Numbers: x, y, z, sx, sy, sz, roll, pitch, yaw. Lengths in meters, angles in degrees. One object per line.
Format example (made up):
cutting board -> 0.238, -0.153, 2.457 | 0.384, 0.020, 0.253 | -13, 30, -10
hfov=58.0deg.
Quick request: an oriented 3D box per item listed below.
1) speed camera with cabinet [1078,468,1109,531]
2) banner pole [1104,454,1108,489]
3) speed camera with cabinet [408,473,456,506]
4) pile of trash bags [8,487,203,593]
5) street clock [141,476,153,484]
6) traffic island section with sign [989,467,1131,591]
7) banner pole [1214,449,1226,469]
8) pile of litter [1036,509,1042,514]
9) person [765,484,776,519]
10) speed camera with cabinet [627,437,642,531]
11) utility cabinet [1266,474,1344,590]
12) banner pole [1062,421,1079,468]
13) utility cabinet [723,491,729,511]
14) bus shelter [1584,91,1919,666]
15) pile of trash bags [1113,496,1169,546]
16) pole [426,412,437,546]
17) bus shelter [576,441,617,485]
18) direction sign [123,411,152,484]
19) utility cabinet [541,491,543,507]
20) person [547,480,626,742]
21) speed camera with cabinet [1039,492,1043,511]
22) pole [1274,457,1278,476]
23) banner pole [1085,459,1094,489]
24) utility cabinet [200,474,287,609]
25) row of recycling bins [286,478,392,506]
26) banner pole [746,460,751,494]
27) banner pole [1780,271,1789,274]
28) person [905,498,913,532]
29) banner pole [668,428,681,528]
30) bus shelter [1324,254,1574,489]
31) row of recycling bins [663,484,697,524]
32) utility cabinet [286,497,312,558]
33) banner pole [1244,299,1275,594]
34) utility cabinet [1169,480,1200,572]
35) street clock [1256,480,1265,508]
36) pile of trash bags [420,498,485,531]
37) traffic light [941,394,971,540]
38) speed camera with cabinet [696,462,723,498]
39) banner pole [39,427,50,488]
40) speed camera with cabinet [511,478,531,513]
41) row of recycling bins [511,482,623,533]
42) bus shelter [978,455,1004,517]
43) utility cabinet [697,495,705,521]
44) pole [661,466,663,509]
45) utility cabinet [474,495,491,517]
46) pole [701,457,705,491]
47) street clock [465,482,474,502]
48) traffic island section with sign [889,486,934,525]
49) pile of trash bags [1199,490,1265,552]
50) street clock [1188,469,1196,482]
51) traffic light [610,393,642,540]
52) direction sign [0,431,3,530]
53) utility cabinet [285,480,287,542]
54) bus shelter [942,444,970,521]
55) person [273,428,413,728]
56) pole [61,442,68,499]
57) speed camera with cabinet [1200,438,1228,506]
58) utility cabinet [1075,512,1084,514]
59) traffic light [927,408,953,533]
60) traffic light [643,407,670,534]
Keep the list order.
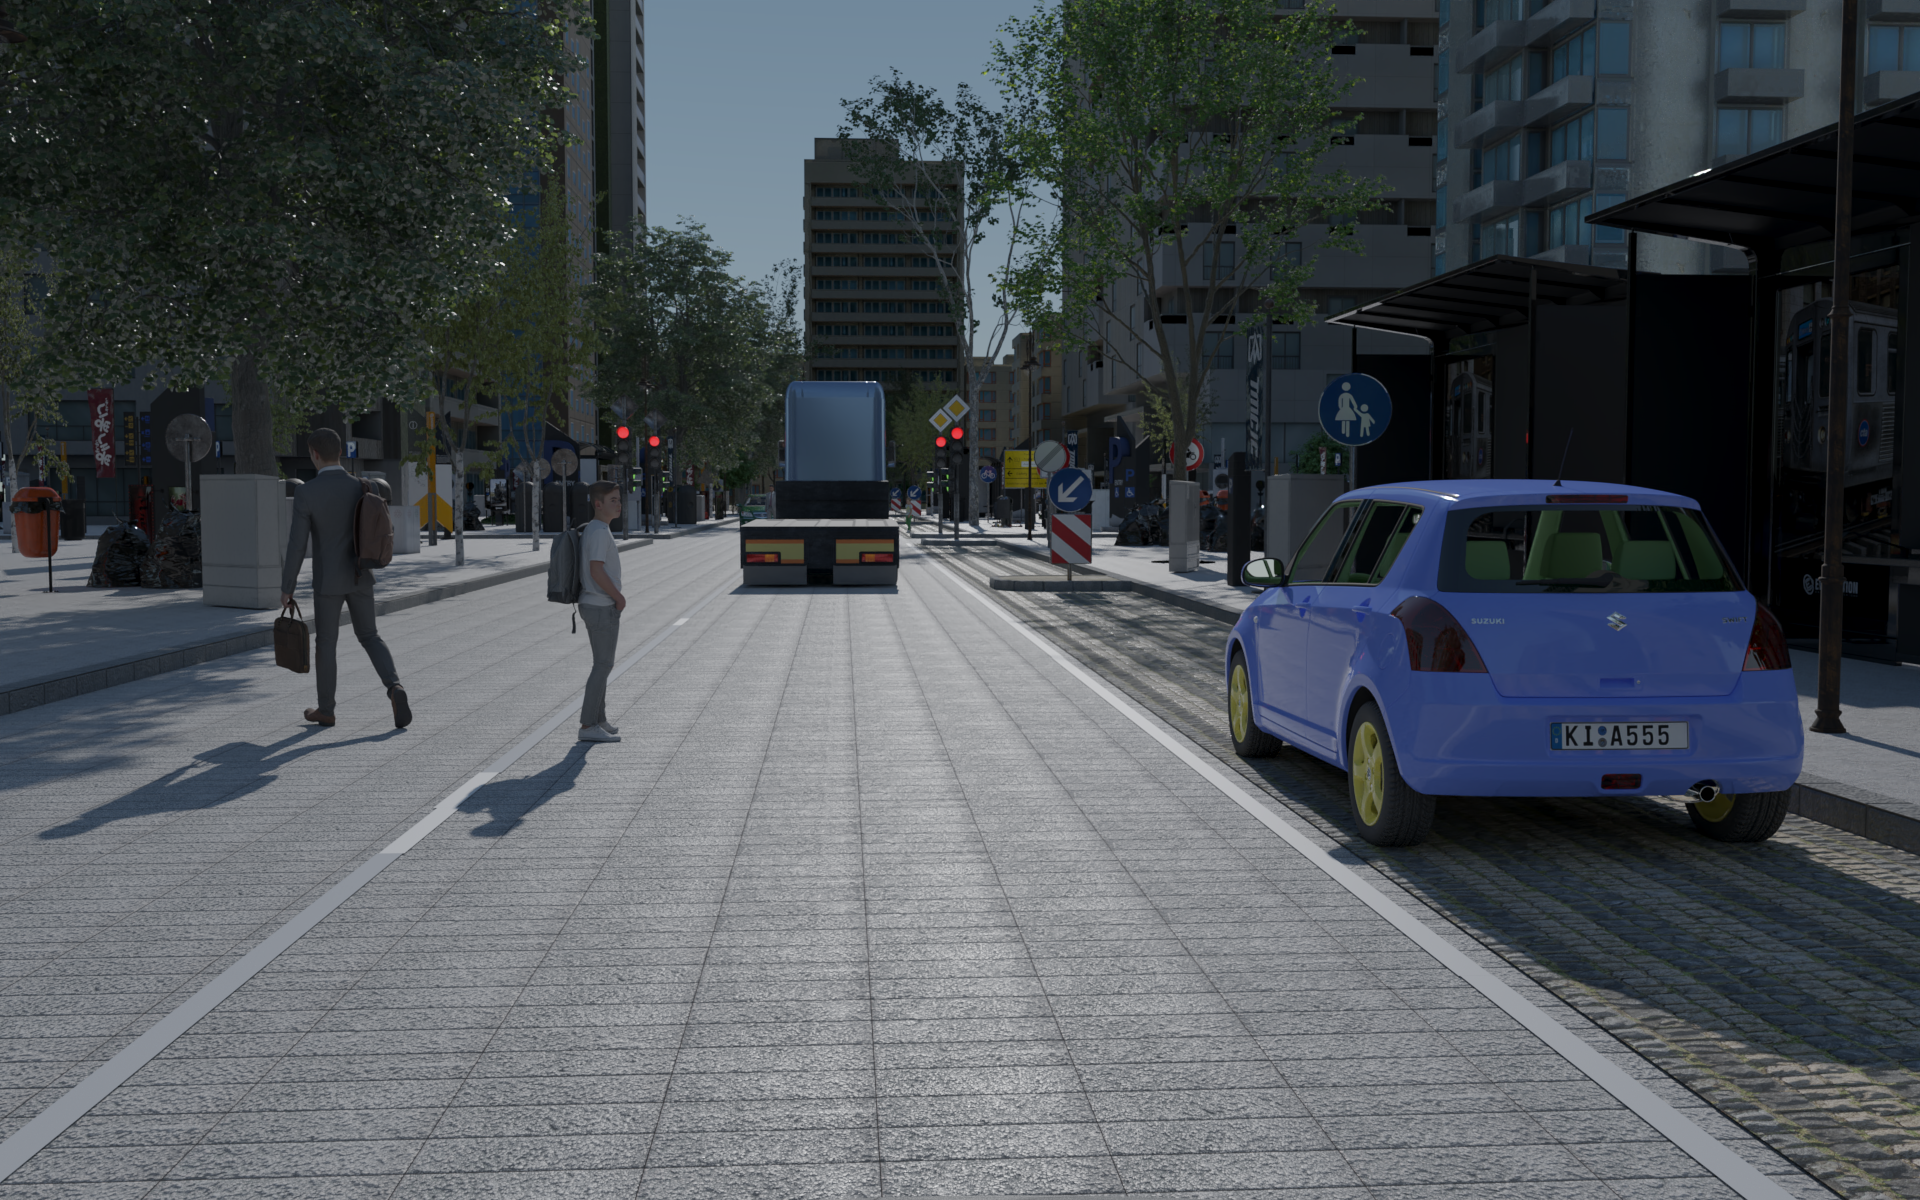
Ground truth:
speed camera with cabinet -> 4.742, -4.088, 61.179 | 2.038, 3.252, 0.660 | 3, 5, 44
banner pole -> 9.057, -7.181, 107.427 | 0.401, 3.779, 0.863 | 1, 4, 22
speed camera with cabinet -> -23.337, -5.029, 76.559 | 2.038, 3.252, 0.660 | -1, 4, -13
pile of trash bags -> -11.281, -0.861, 23.823 | 1.912, 1.369, 3.447 | 2, 4, 32
street clock -> -31.981, -3.894, 68.239 | 0.471, 2.002, 0.358 | 1, 4, 9
traffic island section with sign -> 1.471, -1.080, 26.292 | 1.989, 1.847, 2.006 | 0, 4, -4
banner pole -> 14.445, -6.487, 96.073 | 0.863, 3.779, 0.401 | 2, 4, 31
pile of litter -> 5.745, -6.077, 113.321 | 1.719, 0.858, 1.176 | 0, 4, 2
person -> -7.066, -3.455, 65.267 | 0.678, 1.792, 0.850 | 1, 4, 12
speed camera with cabinet -> -11.524, -4.072, 60.914 | 0.660, 3.252, 2.038 | -1, 4, -12
utility cabinet -> 3.841, -0.650, 19.302 | 0.318, 1.500, 1.173 | 3, 5, 41
banner pole -> 3.738, -4.253, 59.561 | 0.863, 3.779, 0.401 | -2, 4, -32
utility cabinet -> -17.336, -7.322, 128.391 | 0.318, 1.500, 1.173 | 0, 4, -2
bus shelter -> 6.346, -1.253, 11.768 | 1.731, 3.624, 6.357 | 0, 4, -4
pile of trash bags -> 5.410, -2.083, 43.806 | 1.912, 1.369, 3.447 | 2, 4, 34
pole -> -13.108, -3.005, 42.976 | 0.158, 3.312, 0.155 | 0, 3, 0
bus shelter -> -14.709, -4.550, 68.319 | 2.014, 3.302, 5.546 | 0, 4, -4
direction sign -> -22.587, -3.404, 47.647 | 0.876, 3.537, 0.379 | 1, 4, 15
utility cabinet -> -27.525, -6.385, 113.079 | 1.173, 1.500, 0.318 | 1, 4, 13
person -> -2.104, 0.062, 10.081 | 0.503, 1.515, 0.523 | 3, 4, 38
speed camera with cabinet -> 5.139, -8.249, 129.201 | 2.038, 3.252, 0.660 | 0, 4, 1
pole -> 17.448, -6.224, 95.604 | 0.158, 3.312, 0.155 | 0, 3, 0
banner pole -> 9.160, -8.153, 123.320 | 0.863, 3.779, 0.401 | 0, 4, 6
utility cabinet -> -8.099, -0.663, 19.522 | 1.173, 1.500, 0.318 | 3, 4, 38
row of recycling bins -> -16.621, -2.377, 45.975 | 3.534, 1.692, 1.069 | 1, 4, 20
banner pole -> -16.317, -8.529, 129.471 | 0.863, 3.779, 0.401 | -3, 4, -38
banner pole -> 8.200, -1.676, 17.419 | 0.401, 3.779, 0.863 | 1, 4, 14
person -> -1.898, -3.177, 64.699 | 0.306, 1.304, 0.590 | 1, 4, 17
banner pole -> -10.872, -4.620, 65.561 | 0.401, 3.779, 0.863 | 1, 4, 18
bus shelter -> 5.907, -1.765, 20.144 | 1.731, 3.624, 6.357 | 0, 4, -4
row of recycling bins -> -11.991, -4.148, 74.937 | 1.069, 1.692, 3.534 | -1, 4, -17
utility cabinet -> -13.493, -1.437, 34.658 | 1.020, 1.237, 0.306 | -2, 4, -24
banner pole -> 3.896, -1.988, 22.514 | 0.401, 3.779, 0.863 | -1, 4, -17
utility cabinet -> 3.719, -1.217, 28.584 | 0.318, 1.500, 1.173 | 1, 4, 18
street clock -> 15.753, -5.275, 90.813 | 0.471, 2.002, 0.358 | 3, 5, 45
pile of trash bags -> -18.275, -3.131, 60.939 | 3.447, 1.369, 1.912 | 3, 5, 42
traffic light -> -0.116, -3.663, 48.818 | 0.839, 4.253, 0.868 | 0, 4, -4
speed camera with cabinet -> -15.150, -6.650, 103.070 | 2.038, 3.252, 0.660 | 0, 3, 0
banner pole -> -34.080, -4.560, 64.567 | 0.401, 3.779, 0.863 | 0, 4, -2
speed camera with cabinet -> -30.448, -7.753, 121.090 | 0.660, 3.252, 2.038 | 2, 4, 31
row of recycling bins -> -13.169, -3.133, 58.335 | 3.534, 1.692, 1.069 | -1, 4, -12
bus shelter -> 1.197, -6.084, 93.405 | 2.014, 3.302, 5.546 | 0, 4, -4
utility cabinet -> -12.617, -4.348, 82.250 | 1.020, 1.237, 0.306 | 2, 4, 28
pole -> -17.117, -6.441, 99.152 | 0.158, 3.312, 0.155 | 0, 3, 0
utility cabinet -> -27.244, -5.370, 98.960 | 1.020, 1.237, 0.306 | 1, 4, 13
pole -> -13.977, -6.137, 94.184 | 0.158, 3.312, 0.155 | 0, 3, 0
street clock -> -29.485, -6.095, 104.219 | 0.471, 2.002, 0.358 | -3, 4, -37
traffic island section with sign -> -2.279, -4.454, 81.444 | 1.989, 1.847, 2.006 | 0, 4, -4
pile of trash bags -> 6.322, -1.845, 39.925 | 1.912, 1.369, 3.447 | 0, 4, -2
street clock -> 5.140, -2.089, 38.732 | 0.358, 2.002, 0.471 | 0, 4, 1
traffic light -> -9.304, -3.624, 48.178 | 0.839, 4.253, 0.868 | 0, 4, -4
direction sign -> -34.728, -4.309, 62.441 | 0.876, 3.537, 0.379 | 3, 4, 38
utility cabinet -> -10.981, -1.097, 26.615 | 1.173, 1.500, 0.318 | 0, 4, 6
bus shelter -> -0.200, -5.681, 84.162 | 1.731, 3.624, 6.357 | 0, 4, -4
person -> -3.776, -0.129, 10.571 | 0.822, 1.834, 0.622 | 3, 4, 38
pole -> -34.904, -4.506, 67.517 | 0.158, 3.312, 0.155 | 0, 3, 0
speed camera with cabinet -> 8.555, -4.078, 61.014 | 2.038, 3.252, 0.660 | 1, 4, 8
utility cabinet -> 4.806, -3.703, 71.702 | 0.306, 1.237, 1.020 | 2, 4, 33
traffic light -> -0.658, -4.151, 56.784 | 0.839, 4.253, 0.868 | 0, 4, -4
traffic light -> -9.847, -4.112, 56.145 | 0.839, 4.253, 0.868 | 0, 4, -4
